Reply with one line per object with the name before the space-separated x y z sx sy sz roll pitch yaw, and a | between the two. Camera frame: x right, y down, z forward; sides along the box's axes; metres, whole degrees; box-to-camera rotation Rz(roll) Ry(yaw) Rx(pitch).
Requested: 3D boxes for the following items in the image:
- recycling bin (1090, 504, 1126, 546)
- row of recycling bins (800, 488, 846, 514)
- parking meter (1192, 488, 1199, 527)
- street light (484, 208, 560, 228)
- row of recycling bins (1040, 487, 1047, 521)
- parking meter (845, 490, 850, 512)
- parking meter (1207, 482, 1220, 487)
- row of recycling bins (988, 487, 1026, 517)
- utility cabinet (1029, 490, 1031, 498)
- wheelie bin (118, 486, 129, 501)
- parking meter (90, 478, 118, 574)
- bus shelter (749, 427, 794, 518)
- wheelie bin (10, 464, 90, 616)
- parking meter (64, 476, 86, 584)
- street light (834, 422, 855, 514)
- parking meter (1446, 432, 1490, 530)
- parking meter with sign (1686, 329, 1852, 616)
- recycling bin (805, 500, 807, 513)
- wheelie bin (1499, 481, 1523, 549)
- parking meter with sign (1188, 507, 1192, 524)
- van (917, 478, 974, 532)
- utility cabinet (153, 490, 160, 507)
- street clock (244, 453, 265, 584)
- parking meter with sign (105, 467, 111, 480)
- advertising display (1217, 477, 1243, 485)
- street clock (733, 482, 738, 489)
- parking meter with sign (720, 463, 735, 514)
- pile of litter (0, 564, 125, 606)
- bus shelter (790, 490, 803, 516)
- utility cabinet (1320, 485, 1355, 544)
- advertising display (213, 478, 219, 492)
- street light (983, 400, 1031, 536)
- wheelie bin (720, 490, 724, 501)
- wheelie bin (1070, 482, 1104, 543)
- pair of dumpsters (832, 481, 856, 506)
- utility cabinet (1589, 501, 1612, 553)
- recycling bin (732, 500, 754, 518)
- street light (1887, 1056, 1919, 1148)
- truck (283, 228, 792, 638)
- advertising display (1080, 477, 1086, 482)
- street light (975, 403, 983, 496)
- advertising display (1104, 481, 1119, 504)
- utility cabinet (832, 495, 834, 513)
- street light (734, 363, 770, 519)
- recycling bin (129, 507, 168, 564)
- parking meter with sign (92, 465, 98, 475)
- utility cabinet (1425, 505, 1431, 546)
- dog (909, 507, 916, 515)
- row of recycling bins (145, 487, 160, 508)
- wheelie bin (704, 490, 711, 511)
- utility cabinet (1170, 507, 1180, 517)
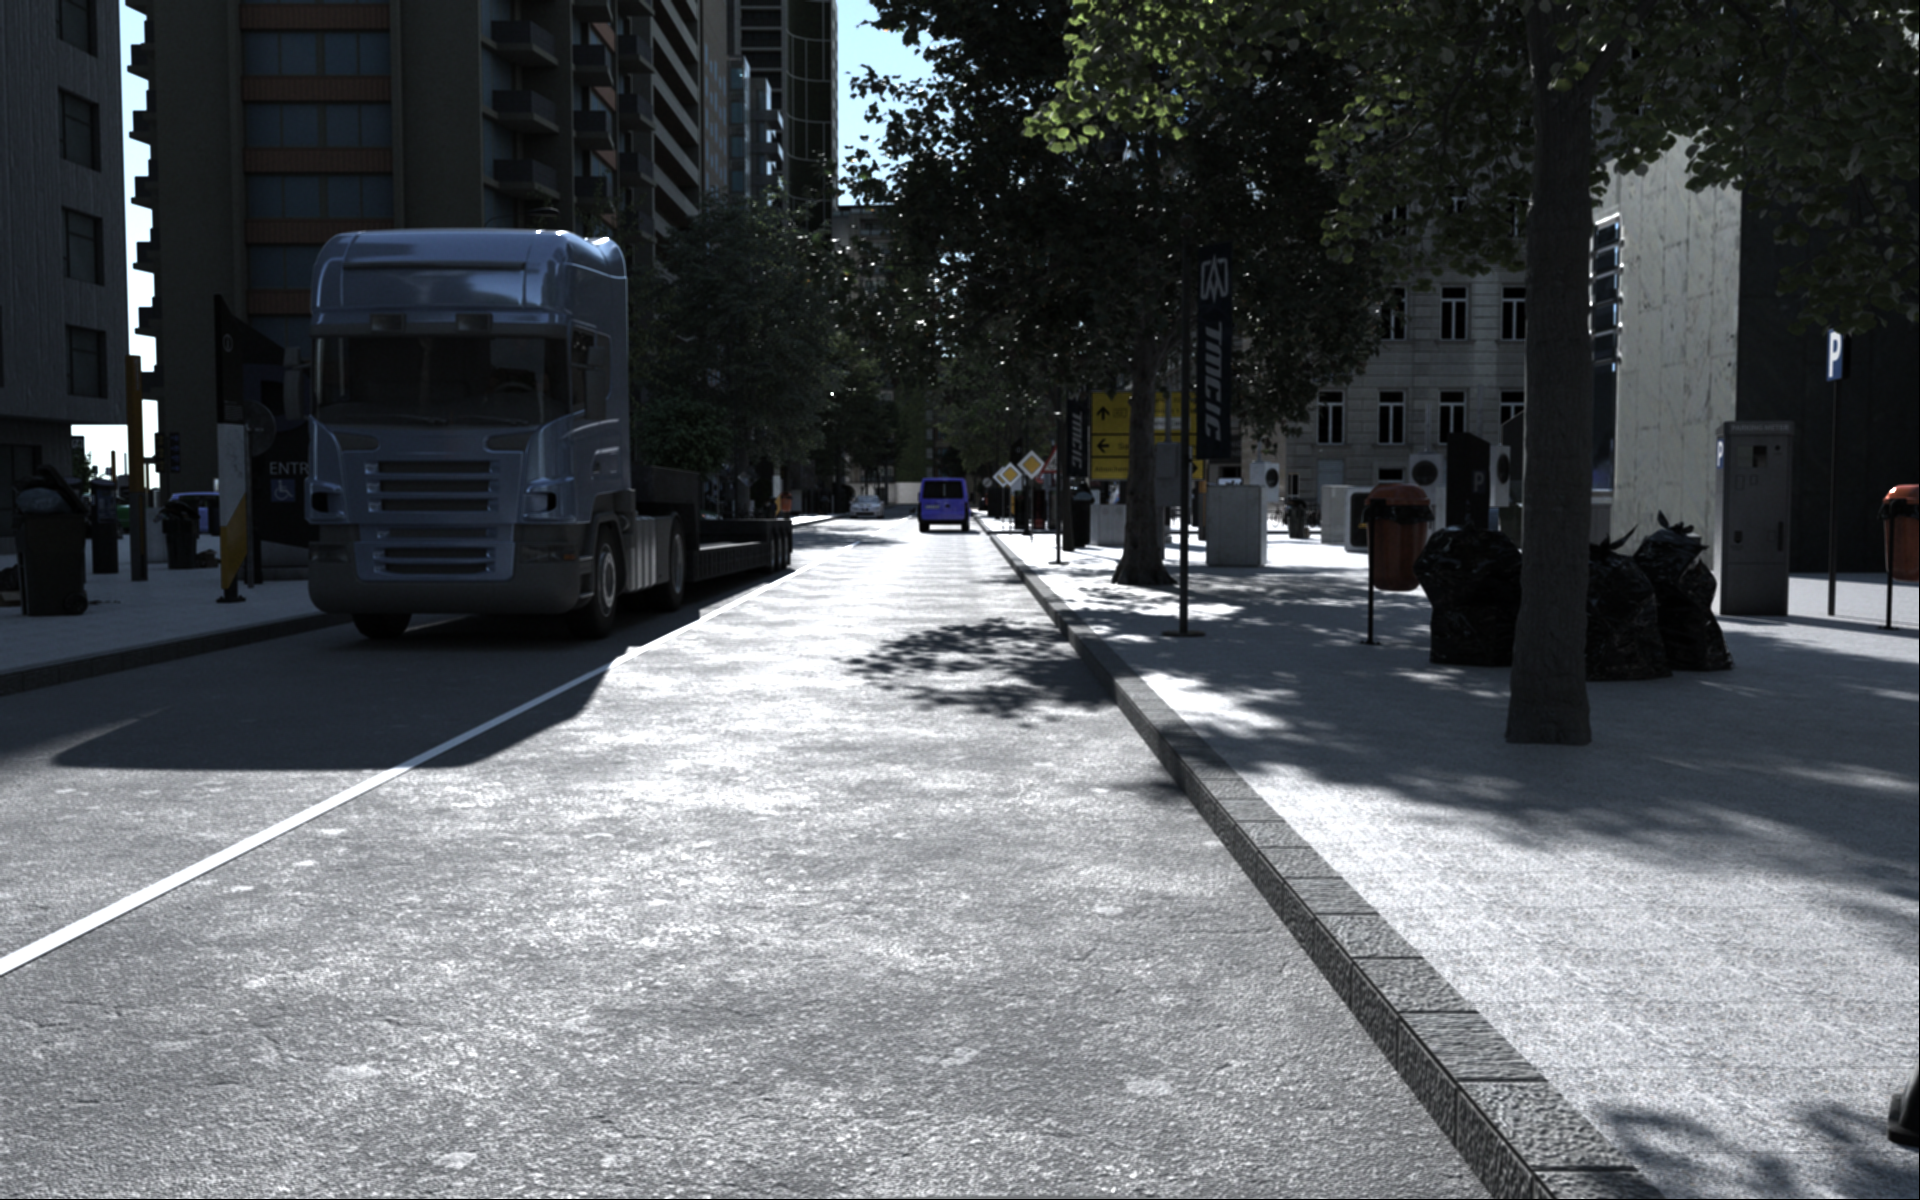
recycling bin | 3.657 -1.851 42.814 0.722 1.027 0.722 -1 4 -13
row of recycling bins | -9.209 -6.521 113.725 3.534 1.692 1.069 1 4 8
parking meter | 9.271 -3.634 67.824 0.372 1.533 0.369 0 3 0
street light | -7.203 -3.409 28.284 1.470 5.913 1.316 0 4 0
row of recycling bins | 5.123 -5.326 94.196 1.069 1.692 3.534 1 4 23
parking meter | -7.851 -6.878 120.868 0.372 1.533 0.369 0 3 0
parking meter | 5.450 -1.748 36.998 0.372 1.533 0.369 0 3 0
row of recycling bins | 2.781 -5.682 100.009 1.069 1.692 3.534 2 4 33
utility cabinet | 4.144 -5.779 103.168 1.173 1.500 0.318 2 4 31
wheelie bin | -32.818 -3.706 68.500 0.980 1.594 0.693 -1 4 -20
parking meter | -13.824 -1.197 27.977 0.372 1.533 0.369 0 3 0
bus shelter | -10.699 -7.226 95.785 2.179 5.291 8.768 0 3 0
wheelie bin | -9.668 -0.641 18.385 0.693 1.594 0.980 -3 4 -38
parking meter | -12.735 -1.001 24.773 0.372 1.533 0.369 0 3 0
street light | -7.429 -8.506 111.606 1.470 5.913 1.316 0 4 0
parking meter | 4.858 -0.665 16.579 0.399 1.863 0.255 -3 4 -39
parking meter with sign | 8.398 -1.352 18.374 1.738 3.016 0.543 1 4 11
recycling bin | -11.088 -6.687 121.881 0.722 1.027 0.722 -3 4 -37
wheelie bin | 13.084 -2.013 40.813 0.980 1.594 0.693 -2 4 -23
parking meter with sign | 9.628 -4.750 73.921 0.543 3.016 1.738 0 4 1
van | -0.583 -3.855 67.409 2.240 2.365 5.245 0 4 1
utility cabinet | -45.374 -5.513 98.810 0.318 1.500 1.173 2 4 31
street clock | -10.070 -1.227 24.627 0.471 2.002 0.358 3 5 44
parking meter with sign | -55.675 -7.138 112.966 0.543 3.016 1.738 -3 5 -44
advertising display | 10.219 -3.691 65.566 0.974 1.923 0.123 1 4 19
street clock | -11.461 -5.183 89.312 0.471 2.002 0.358 2 4 35
parking meter with sign | -13.292 -6.451 101.729 0.543 3.016 1.738 3 5 43
pile of litter | -10.769 -0.381 20.195 1.719 0.858 1.176 1 4 9
bus shelter | -10.054 -6.766 104.541 2.014 3.302 5.546 0 4 0
utility cabinet | 9.704 -2.180 44.329 0.318 1.500 1.173 3 5 44
advertising display | -30.047 -3.973 70.178 0.123 1.923 0.974 -3 4 -37
street light | 1.531 -4.936 53.242 1.470 5.913 1.316 0 4 0
wheelie bin | -18.129 -7.635 132.741 0.980 1.594 0.693 1 4 17
wheelie bin | 3.125 -2.313 45.725 0.693 1.594 0.980 -3 5 -44
pair of dumpsters | -8.518 -7.591 126.602 1.574 2.255 4.437 0 3 0
utility cabinet | 5.794 -0.312 16.271 0.306 1.237 1.020 3 5 40
recycling bin | -9.036 -3.651 72.251 0.722 1.027 0.722 -2 4 -31
street light | 1.484 -1.881 3.301 1.470 5.913 1.316 0 4 0
truck | -4.594 -2.103 24.137 2.967 4.110 18.799 0 4 1
advertising display | 4.773 -3.807 67.461 0.123 1.923 0.974 0 4 -2
street light | 1.348 -6.987 86.775 1.470 5.913 1.316 0 4 0
advertising display | 4.196 -2.597 47.682 0.123 1.923 0.974 2 4 25
utility cabinet | -8.517 -6.478 117.072 0.306 1.237 1.020 2 4 29
street light | -7.411 -5.436 61.421 1.470 5.913 1.316 0 4 0
recycling bin | -15.033 -1.213 32.391 0.722 1.027 0.722 3 5 45
parking meter with sign | -53.206 -6.649 104.976 1.738 3.016 0.543 0 4 1
utility cabinet | 10.953 -1.810 40.754 1.020 1.237 0.306 3 5 43
dog | -3.314 -6.161 120.016 0.406 0.507 0.540 1 4 9
row of recycling bins | -61.992 -7.671 132.534 3.534 1.692 1.069 0 4 5
wheelie bin | -17.895 -7.068 123.476 0.693 1.594 0.980 -1 4 -13
utility cabinet | 11.851 -5.252 97.026 1.020 1.237 0.306 0 4 1
